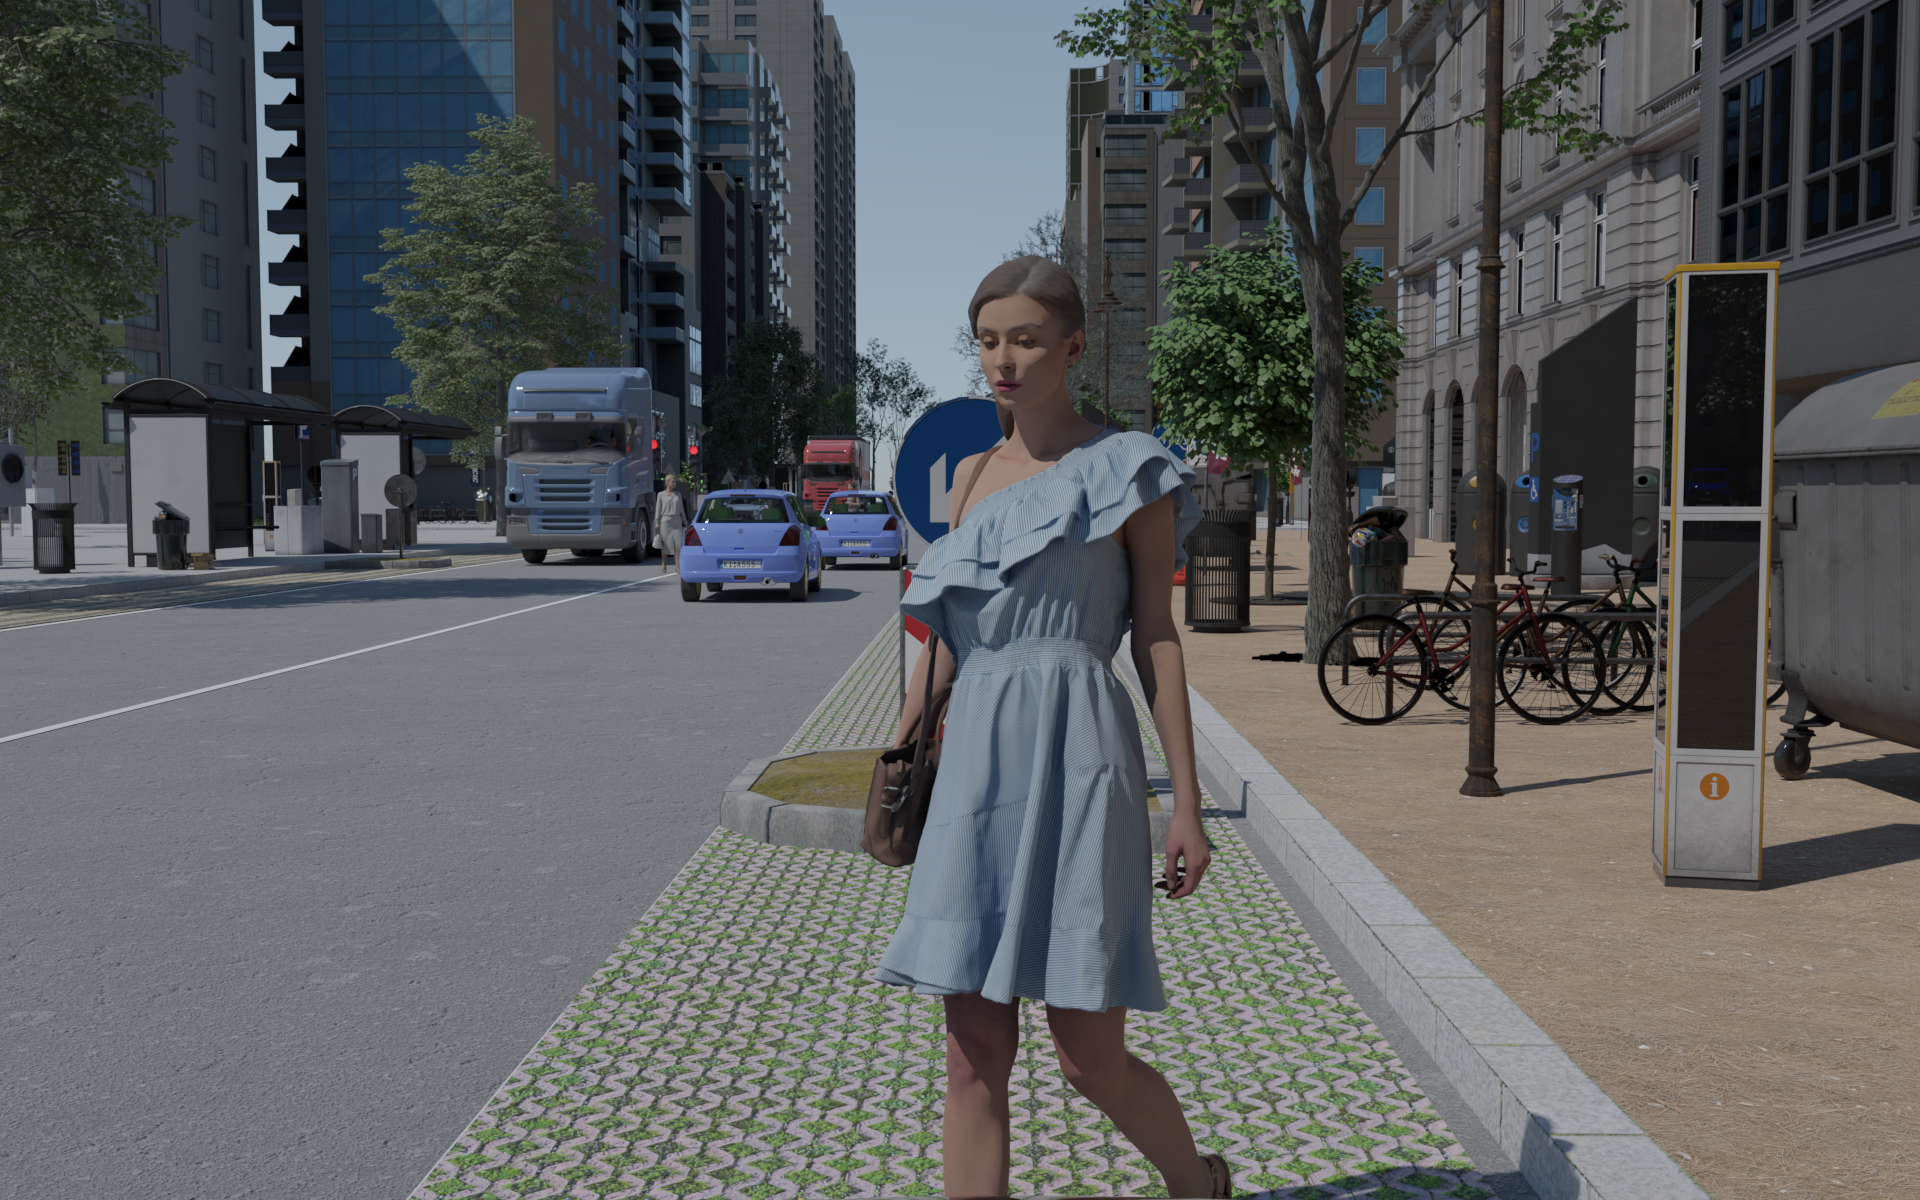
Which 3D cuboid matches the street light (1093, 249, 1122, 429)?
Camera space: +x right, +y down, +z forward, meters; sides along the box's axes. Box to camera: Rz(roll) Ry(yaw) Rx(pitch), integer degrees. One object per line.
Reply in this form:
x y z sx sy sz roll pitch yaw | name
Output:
2.789 -3.678 32.925 0.468 5.910 1.993 0 4 1 | street light

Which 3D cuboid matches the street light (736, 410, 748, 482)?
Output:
-11.818 -7.418 94.064 0.468 5.910 1.993 0 4 1 | street light

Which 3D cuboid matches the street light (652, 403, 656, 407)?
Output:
-12.364 -5.846 68.368 0.468 5.910 1.993 0 4 1 | street light

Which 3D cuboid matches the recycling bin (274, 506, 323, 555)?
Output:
-14.025 -1.479 36.735 0.722 1.027 0.722 1 4 15 | recycling bin

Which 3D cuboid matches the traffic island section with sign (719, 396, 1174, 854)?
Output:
-0.031 0.050 7.807 1.989 1.847 2.006 0 4 1 | traffic island section with sign

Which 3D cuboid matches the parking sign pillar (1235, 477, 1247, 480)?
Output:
13.525 -5.955 85.835 1.447 3.967 1.447 -1 4 -13 | parking sign pillar

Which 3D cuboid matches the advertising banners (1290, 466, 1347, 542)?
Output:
9.452 -3.042 45.926 0.090 3.025 2.074 -3 4 -36 | advertising banners

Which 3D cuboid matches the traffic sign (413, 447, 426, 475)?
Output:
-14.657 -2.826 46.312 0.768 2.556 0.104 0 4 4 | traffic sign

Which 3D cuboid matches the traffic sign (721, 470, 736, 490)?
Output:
-12.245 -5.612 91.753 0.884 2.594 0.081 0 4 7 | traffic sign

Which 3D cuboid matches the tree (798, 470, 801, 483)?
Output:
-11.362 -9.478 138.673 4.285 4.588 4.351 0 3 0 | tree

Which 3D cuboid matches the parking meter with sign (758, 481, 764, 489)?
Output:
-15.330 -8.425 134.002 0.543 3.016 1.738 -1 4 -14 | parking meter with sign

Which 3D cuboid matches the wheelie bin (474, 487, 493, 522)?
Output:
-21.846 -4.377 79.476 0.980 1.594 0.693 1 4 13 | wheelie bin

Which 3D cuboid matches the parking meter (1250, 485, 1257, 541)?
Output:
7.974 -2.401 47.671 0.372 1.533 0.369 0 3 0 | parking meter

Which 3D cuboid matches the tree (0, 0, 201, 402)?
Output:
-13.689 -6.383 22.493 7.486 12.596 7.792 0 3 0 | tree

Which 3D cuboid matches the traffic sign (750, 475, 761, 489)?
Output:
-13.498 -6.991 114.416 0.768 2.556 0.104 1 4 11 | traffic sign

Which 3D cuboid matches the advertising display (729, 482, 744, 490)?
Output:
-11.749 -5.254 91.112 0.123 1.923 0.974 3 4 36 | advertising display

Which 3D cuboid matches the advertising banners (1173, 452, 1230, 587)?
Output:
2.993 -1.705 24.063 2.074 3.025 0.090 3 5 41 | advertising banners

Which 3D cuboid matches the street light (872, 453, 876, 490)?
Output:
-9.651 -13.648 195.938 0.468 5.910 1.993 0 4 1 | street light

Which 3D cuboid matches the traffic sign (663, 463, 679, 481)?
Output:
-12.010 -4.371 71.464 0.884 2.594 0.081 0 4 3 | traffic sign

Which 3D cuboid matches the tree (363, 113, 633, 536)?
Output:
-13.746 -8.179 51.862 7.486 12.596 7.792 0 3 0 | tree

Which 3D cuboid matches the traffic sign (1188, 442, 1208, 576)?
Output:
3.856 -1.531 27.156 0.606 2.300 0.079 0 4 3 | traffic sign

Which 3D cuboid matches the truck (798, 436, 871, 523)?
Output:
-6.049 -5.905 85.454 2.839 4.237 11.283 0 4 1 | truck

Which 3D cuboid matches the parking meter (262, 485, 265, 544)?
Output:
-17.667 -2.201 44.403 0.372 1.533 0.369 0 3 0 | parking meter

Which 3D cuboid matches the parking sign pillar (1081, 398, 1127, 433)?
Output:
4.063 -3.677 48.590 1.447 3.967 1.447 -1 4 -9 | parking sign pillar

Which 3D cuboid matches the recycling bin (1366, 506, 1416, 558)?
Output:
8.736 -1.382 35.150 0.722 1.027 0.722 -2 4 -29 | recycling bin

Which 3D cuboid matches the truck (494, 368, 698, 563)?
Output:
-7.625 -3.242 42.769 2.967 4.110 18.799 0 4 1 | truck

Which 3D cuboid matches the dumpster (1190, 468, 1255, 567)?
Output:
4.306 -1.452 29.499 1.264 1.857 1.865 0 4 1 | dumpster

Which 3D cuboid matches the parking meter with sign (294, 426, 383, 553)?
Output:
-13.442 -2.526 37.556 1.738 3.016 0.543 0 4 3 | parking meter with sign

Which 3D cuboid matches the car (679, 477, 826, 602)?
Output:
-2.878 -0.903 24.362 1.945 1.707 3.694 0 4 -1 | car

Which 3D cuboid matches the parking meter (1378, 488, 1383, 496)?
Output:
17.267 -3.812 70.738 0.372 1.533 0.369 0 3 0 | parking meter

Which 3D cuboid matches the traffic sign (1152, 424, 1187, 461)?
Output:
3.465 -1.703 27.949 0.768 2.556 0.104 0 4 7 | traffic sign

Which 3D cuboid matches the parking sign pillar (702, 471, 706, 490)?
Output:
-21.399 -9.355 141.430 1.447 3.967 1.447 -3 5 -40 | parking sign pillar

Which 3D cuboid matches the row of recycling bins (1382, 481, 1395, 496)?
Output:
14.472 -3.051 56.995 1.069 1.692 3.534 1 4 18 | row of recycling bins

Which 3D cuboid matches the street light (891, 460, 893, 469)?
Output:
-8.961 -15.652 228.690 0.468 5.910 1.993 0 4 1 | street light

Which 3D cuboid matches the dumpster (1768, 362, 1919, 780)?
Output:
4.227 -0.076 7.009 1.264 1.857 1.865 0 4 1 | dumpster

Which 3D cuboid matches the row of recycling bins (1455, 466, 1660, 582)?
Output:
9.217 -1.191 26.585 1.069 1.692 3.534 -3 5 -42 | row of recycling bins

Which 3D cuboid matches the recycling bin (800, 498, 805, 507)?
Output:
-11.229 -6.981 126.686 0.722 1.027 0.722 2 4 35 | recycling bin

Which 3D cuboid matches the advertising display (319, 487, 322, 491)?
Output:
-21.477 -3.299 59.151 0.123 1.923 0.974 2 4 34 | advertising display

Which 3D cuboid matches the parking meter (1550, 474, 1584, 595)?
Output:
7.742 -0.837 22.093 0.372 1.533 0.369 0 3 0 | parking meter

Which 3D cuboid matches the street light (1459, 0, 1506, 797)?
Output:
2.228 -2.107 7.229 0.468 5.910 1.993 0 4 1 | street light

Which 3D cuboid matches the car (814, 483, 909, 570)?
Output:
-1.908 -1.487 33.896 1.945 1.707 3.694 0 4 1 | car

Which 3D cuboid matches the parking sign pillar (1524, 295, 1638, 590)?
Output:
8.525 -2.157 23.747 1.447 3.967 1.447 0 4 -1 | parking sign pillar

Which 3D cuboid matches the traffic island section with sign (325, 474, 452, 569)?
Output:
-11.060 -1.539 33.795 1.989 1.847 2.006 0 4 1 | traffic island section with sign
